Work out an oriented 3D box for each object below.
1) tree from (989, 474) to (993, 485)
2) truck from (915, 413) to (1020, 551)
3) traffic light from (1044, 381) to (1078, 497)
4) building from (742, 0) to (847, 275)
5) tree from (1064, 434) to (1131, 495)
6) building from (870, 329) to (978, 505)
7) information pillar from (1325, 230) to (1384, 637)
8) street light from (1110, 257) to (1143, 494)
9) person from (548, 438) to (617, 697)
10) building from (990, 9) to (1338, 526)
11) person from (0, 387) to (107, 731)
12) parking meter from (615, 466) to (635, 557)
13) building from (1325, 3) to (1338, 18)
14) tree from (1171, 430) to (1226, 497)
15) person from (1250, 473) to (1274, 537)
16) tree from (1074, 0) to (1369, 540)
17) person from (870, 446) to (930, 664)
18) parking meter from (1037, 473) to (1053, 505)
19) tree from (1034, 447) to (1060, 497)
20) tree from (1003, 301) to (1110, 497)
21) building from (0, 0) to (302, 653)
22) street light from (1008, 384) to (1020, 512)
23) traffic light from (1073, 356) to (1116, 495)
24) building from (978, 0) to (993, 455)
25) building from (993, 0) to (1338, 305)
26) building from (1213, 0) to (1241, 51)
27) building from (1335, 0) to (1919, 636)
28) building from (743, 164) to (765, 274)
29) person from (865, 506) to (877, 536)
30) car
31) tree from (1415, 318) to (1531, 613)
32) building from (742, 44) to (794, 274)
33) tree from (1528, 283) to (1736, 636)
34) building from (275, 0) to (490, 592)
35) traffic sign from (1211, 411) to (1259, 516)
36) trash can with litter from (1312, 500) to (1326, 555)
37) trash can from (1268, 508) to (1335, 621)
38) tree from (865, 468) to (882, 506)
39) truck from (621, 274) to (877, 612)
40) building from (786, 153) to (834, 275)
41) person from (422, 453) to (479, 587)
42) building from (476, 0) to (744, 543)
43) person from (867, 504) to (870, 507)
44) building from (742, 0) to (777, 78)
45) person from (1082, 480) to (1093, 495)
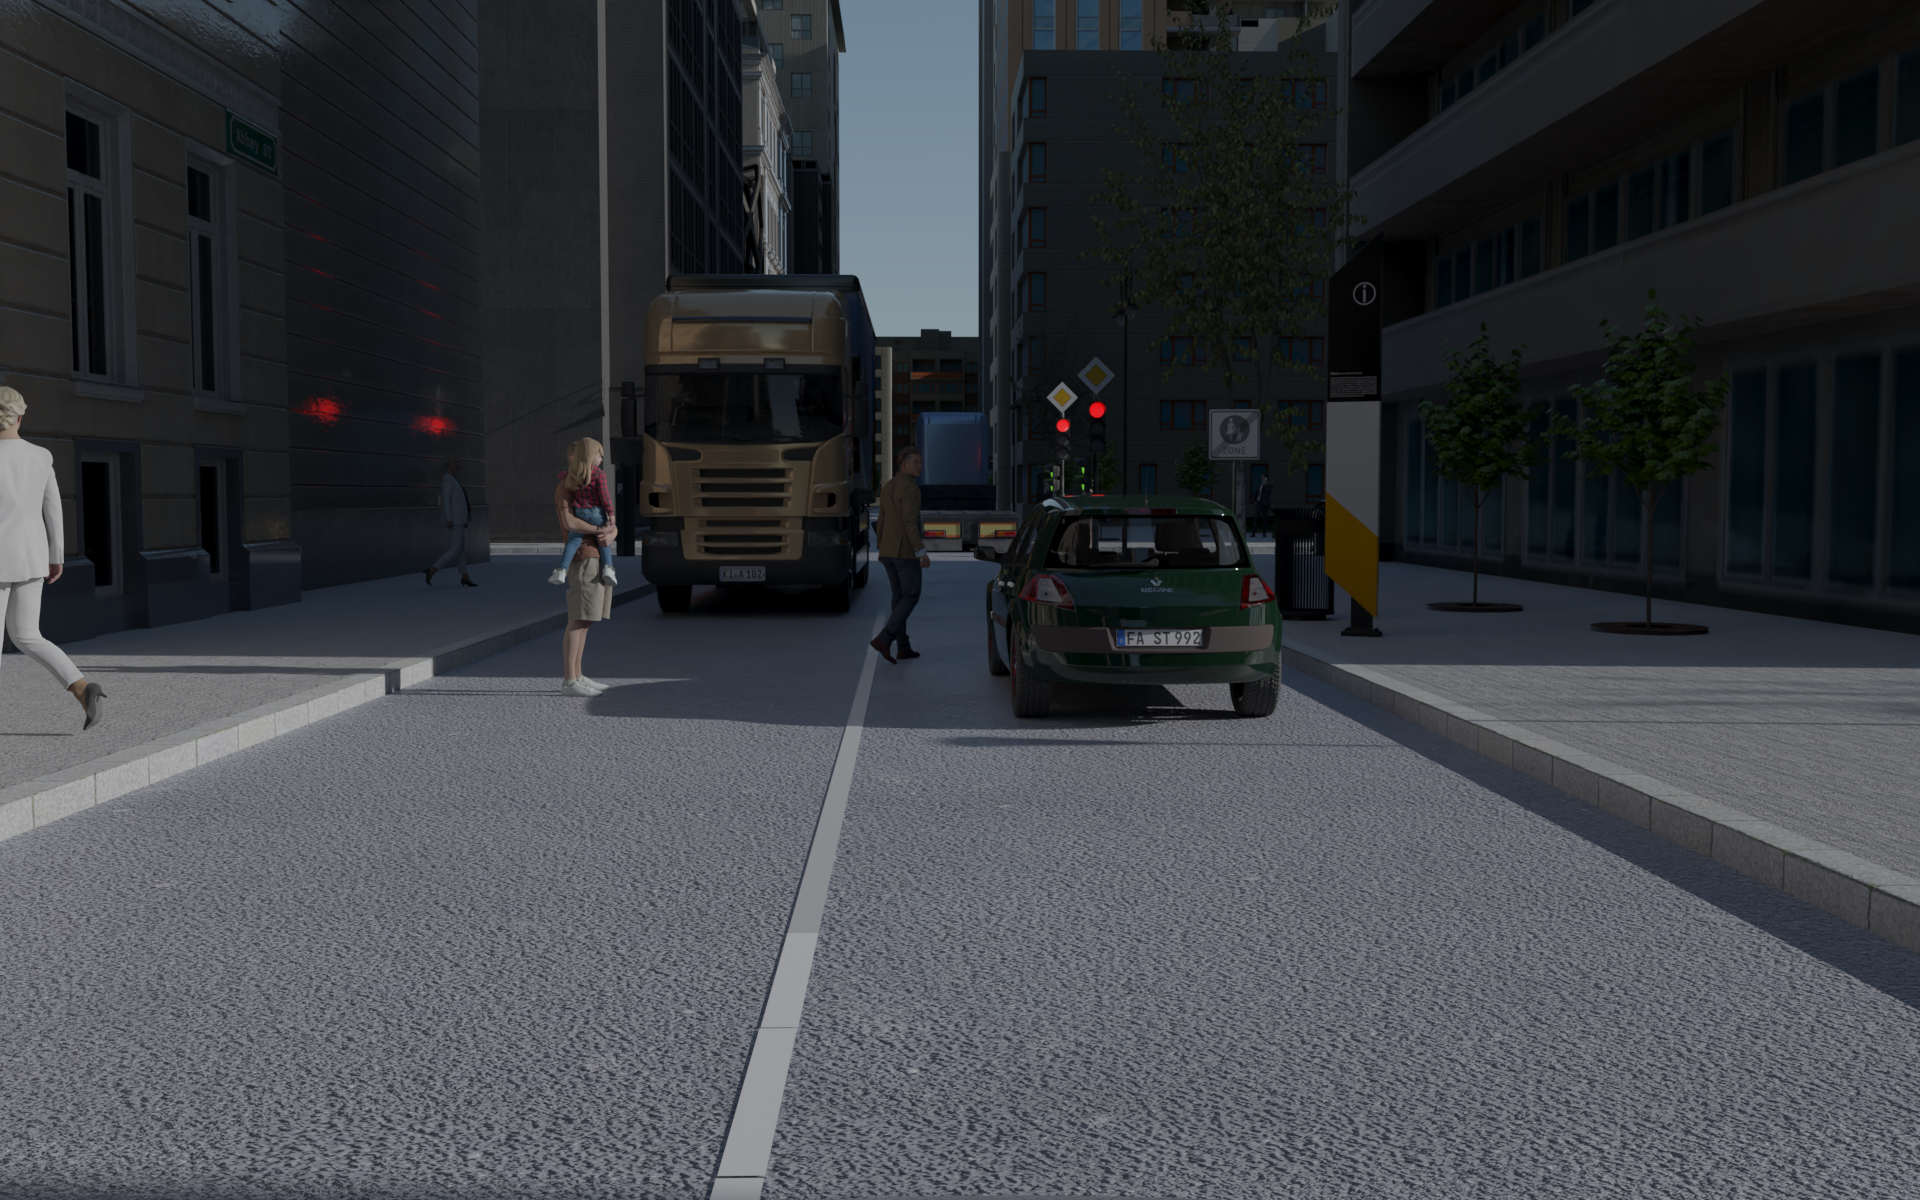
[{"bbox_3d":[1.600,-6.356,98.522,1.663,3.219,1.824,0,3,0],"label":"tree"},{"bbox_3d":[-0.059,-3.776,51.496,2.967,4.110,18.799,0,4,-2],"label":"truck"},{"bbox_3d":[2.533,-3.330,43.374,0.839,4.253,0.868,0,4,-2],"label":"traffic light"},{"bbox_3d":[-25.795,-35.939,176.841,27.495,52.752,28.713,0,4,-2],"label":"building"},{"bbox_3d":[4.036,-3.272,48.094,1.663,3.219,1.824,0,3,0],"label":"tree"},{"bbox_3d":[-2.950,-22.784,217.555,28.899,21.520,27.650,0,4,-2],"label":"building"},{"bbox_3d":[3.555,-1.482,15.581,0.504,3.616,0.183,2,4,24],"label":"information pillar"},{"bbox_3d":[3.238,-3.739,33.918,0.468,5.910,1.993,0,4,-2],"label":"street light"},{"bbox_3d":[-2.676,-0.237,12.351,0.573,1.828,0.580,-3,5,-40],"label":"person"},{"bbox_3d":[15.894,-14.523,82.484,27.650,21.520,28.899,0,4,-2],"label":"building"},{"bbox_3d":[-4.937,-0.194,9.089,0.818,1.842,0.514,0,4,4],"label":"person"},{"bbox_3d":[-6.905,-1.835,35.706,0.255,1.863,0.399,-3,5,-43],"label":"parking meter"},{"bbox_3d":[36.432,-47.421,213.580,20.611,71.187,20.563,0,4,-2],"label":"building"},{"bbox_3d":[7.194,-3.528,52.280,1.663,3.219,1.824,0,3,0],"label":"tree"},{"bbox_3d":[8.971,-2.816,51.443,0.648,1.900,0.474,2,4,24],"label":"person"},{"bbox_3d":[3.935,-4.548,24.726,4.737,8.622,4.395,0,3,0],"label":"tree"},{"bbox_3d":[-0.492,-0.391,14.806,0.656,1.842,0.836,2,4,28],"label":"person"},{"bbox_3d":[2.380,-2.628,48.673,0.399,1.863,0.255,-2,4,-26],"label":"parking meter"},{"bbox_3d":[3.424,-4.026,60.429,1.663,3.219,1.824,0,3,0],"label":"tree"},{"bbox_3d":[3.610,-7.050,65.625,4.360,8.622,3.978,0,3,0],"label":"tree"},{"bbox_3d":[-13.779,-13.698,9.860,13.634,28.700,20.117,0,4,-2],"label":"building"},{"bbox_3d":[2.248,-6.061,71.877,0.468,5.910,1.993,0,4,-2],"label":"street light"},{"bbox_3d":[2.750,-2.842,35.392,0.839,4.253,0.868,0,4,-2],"label":"traffic light"},{"bbox_3d":[12.374,-38.882,177.718,21.231,58.520,28.212,0,4,-2],"label":"building"},{"bbox_3d":[16.849,-34.285,149.806,28.713,52.752,27.495,0,4,-2],"label":"building"},{"bbox_3d":[9.570,-28.195,111.091,14.600,45.320,14.200,0,4,-2],"label":"building"},{"bbox_3d":[18.136,-24.358,21.959,21.300,48.544,21.600,0,4,-2],"label":"building"},{"bbox_3d":[-17.219,-12.800,76.730,16.820,18.784,16.811,0,4,-2],"label":"building"},{"bbox_3d":[-3.032,-2.856,55.405,1.509,1.804,0.699,-2,4,-30],"label":"person"},{"bbox_3d":[1.127,-0.167,12.521,2.009,1.686,4.222,0,4,-2],"label":"car"},{"bbox_3d":[5.854,-1.500,19.129,1.663,3.219,1.824,0,3,0],"label":"tree"},{"bbox_3d":[-17.055,-19.308,101.592,13.634,28.700,20.117,0,4,-2],"label":"building"},{"bbox_3d":[6.309,-1.317,16.135,1.663,3.219,1.824,0,3,0],"label":"tree"},{"bbox_3d":[-20.886,-13.997,26.115,25.104,27.353,12.463,0,4,-2],"label":"building"},{"bbox_3d":[3.318,-1.154,21.003,0.606,2.300,0.079,0,4,3],"label":"traffic sign"},{"bbox_3d":[7.552,-1.517,36.191,0.624,1.170,1.055,0,4,-2],"label":"trash can with litter"},{"bbox_3d":[3.523,-0.370,17.704,0.748,1.137,0.748,0,3,0],"label":"trash can"},{"bbox_3d":[-10.209,-12.652,190.573,4.285,4.588,4.351,0,3,0],"label":"tree"},{"bbox_3d":[-2.559,-2.172,24.421,2.839,4.237,11.283,0,4,-1],"label":"truck"},{"bbox_3d":[-18.179,-23.099,149.377,14.160,30.474,14.107,0,4,-2],"label":"building"},{"bbox_3d":[-7.001,-1.090,23.738,0.818,1.842,0.514,-2,4,-33],"label":"person"},{"bbox_3d":[-15.101,-16.063,56.130,14.314,27.812,24.014,0,4,-2],"label":"building"},{"bbox_3d":[-8.912,-9.748,165.864,0.568,1.767,0.683,0,4,4],"label":"person"},{"bbox_3d":[-26.913,-26.785,129.821,32.217,40.220,23.993,0,4,-2],"label":"building"},{"bbox_3d":[2.855,-1.879,39.571,0.599,1.781,0.374,3,5,41],"label":"person"}]
